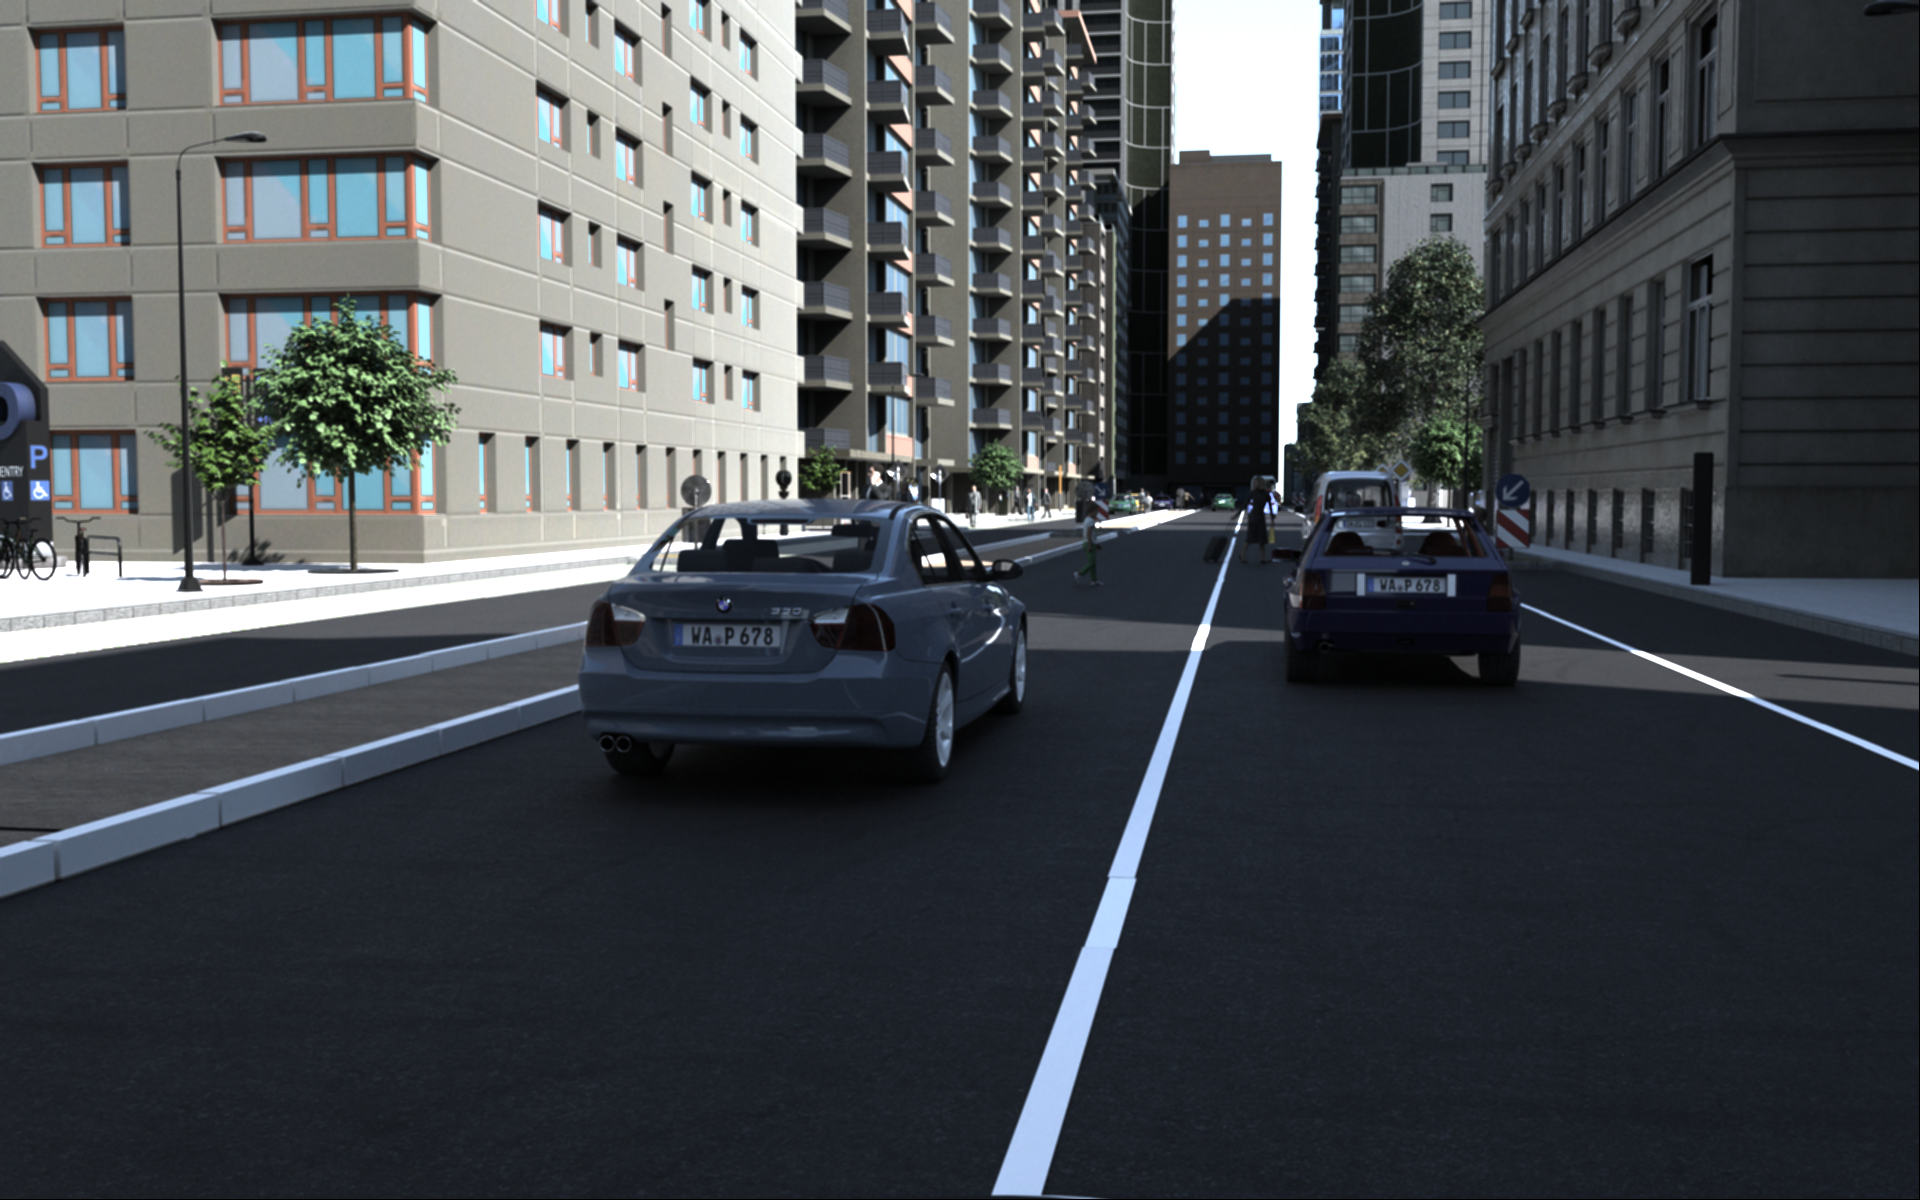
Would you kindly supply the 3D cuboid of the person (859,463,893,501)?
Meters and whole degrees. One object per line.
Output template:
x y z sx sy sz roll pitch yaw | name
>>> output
-1.363 -1.144 26.567 0.648 1.900 0.474 1 4 18 | person

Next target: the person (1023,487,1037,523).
3.451 -4.684 85.432 0.623 1.781 0.721 -1 4 -14 | person

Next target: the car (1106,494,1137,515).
11.449 -6.764 122.393 2.131 1.459 4.920 1 4 11 | car

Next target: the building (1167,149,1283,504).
34.823 -35.327 227.702 14.200 45.320 14.600 1 4 9 | building

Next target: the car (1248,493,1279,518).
18.091 -5.747 103.560 1.945 1.707 3.694 1 4 11 | car

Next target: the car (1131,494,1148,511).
14.022 -7.793 137.639 2.015 1.641 3.980 1 4 8 | car

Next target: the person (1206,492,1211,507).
26.802 -10.826 186.967 0.593 1.643 0.415 2 4 24 | person

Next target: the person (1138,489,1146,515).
12.663 -6.796 119.794 0.661 1.801 0.590 -2 4 -28 | person

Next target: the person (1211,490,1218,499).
27.237 -10.722 183.773 1.348 1.831 0.705 3 4 38 | person

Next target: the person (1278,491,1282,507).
35.572 -11.286 193.574 0.990 1.755 0.434 0 4 -6 | person

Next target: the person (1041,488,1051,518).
5.079 -5.744 102.808 0.834 1.777 0.661 -2 4 -30 | person

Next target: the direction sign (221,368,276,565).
-12.788 -2.398 31.207 0.876 3.537 0.379 -2 4 -26 | direction sign

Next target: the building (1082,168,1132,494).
7.481 -31.158 201.313 23.993 40.220 32.217 1 4 9 | building

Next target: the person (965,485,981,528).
0.552 -3.988 73.805 0.694 1.812 0.767 1 4 12 | person

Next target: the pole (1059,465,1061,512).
7.137 -7.923 123.379 0.158 3.312 0.155 0 3 0 | pole

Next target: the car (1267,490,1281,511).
26.594 -8.617 149.562 2.281 1.827 5.304 1 4 8 | car

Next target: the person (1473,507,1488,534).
7.079 -0.650 23.800 0.362 1.253 0.373 0 4 -4 | person

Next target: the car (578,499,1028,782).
-0.700 0.122 10.009 2.014 1.417 4.499 1 4 10 | car

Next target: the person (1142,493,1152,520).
10.458 -5.233 96.658 0.523 1.515 0.503 3 4 38 | person

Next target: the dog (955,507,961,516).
-0.142 -5.239 102.496 0.406 0.507 0.540 -1 4 -9 | dog

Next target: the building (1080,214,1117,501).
8.507 -24.860 178.161 14.160 30.474 14.107 1 4 9 | building

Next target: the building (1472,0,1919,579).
21.205 -12.564 38.705 16.112 22.955 30.059 1 4 9 | building

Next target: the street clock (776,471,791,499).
-5.416 -2.978 53.259 0.358 2.002 0.471 3 4 36 | street clock

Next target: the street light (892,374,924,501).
-2.065 -5.779 67.020 1.470 5.913 1.316 1 4 9 | street light

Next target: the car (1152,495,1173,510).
18.571 -8.943 158.803 1.945 1.354 3.894 1 4 8 | car

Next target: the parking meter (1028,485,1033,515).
4.434 -6.306 108.806 0.255 1.863 0.399 0 4 -4 | parking meter

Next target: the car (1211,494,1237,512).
21.849 -8.061 143.588 2.131 1.459 4.920 1 4 10 | car

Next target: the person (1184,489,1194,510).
18.735 -8.253 143.451 1.348 1.823 0.705 1 4 18 | person

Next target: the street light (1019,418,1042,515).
4.276 -8.114 105.212 1.470 5.913 1.316 1 4 9 | street light

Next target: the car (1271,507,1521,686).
3.572 -0.112 14.407 1.945 1.354 3.894 1 4 10 | car

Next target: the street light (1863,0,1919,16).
9.210 -2.682 16.395 1.470 5.913 1.316 1 4 9 | street light

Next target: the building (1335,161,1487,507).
40.685 -23.441 154.967 14.160 30.474 14.107 1 4 9 | building

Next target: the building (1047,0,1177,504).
18.144 -48.590 232.700 20.611 71.187 20.563 1 4 9 | building

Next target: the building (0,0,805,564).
-21.792 -12.354 47.035 28.899 21.520 27.650 1 4 9 | building

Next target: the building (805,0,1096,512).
0.623 -30.744 157.293 22.147 44.769 28.867 1 4 9 | building

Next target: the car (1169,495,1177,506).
24.385 -11.462 199.979 1.945 1.354 3.894 1 4 9 | car

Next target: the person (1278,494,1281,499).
29.367 -9.276 160.722 0.990 1.755 0.434 2 4 32 | person

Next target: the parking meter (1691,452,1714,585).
10.520 -1.152 24.550 0.255 1.863 0.399 2 4 24 | parking meter

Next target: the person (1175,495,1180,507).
24.474 -11.371 194.941 0.721 1.766 1.217 -1 4 -15 | person

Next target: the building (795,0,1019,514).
-4.244 -28.811 125.684 22.147 44.769 28.867 1 4 9 | building

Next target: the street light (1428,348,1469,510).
15.627 -5.063 55.321 1.470 5.913 1.316 1 4 9 | street light

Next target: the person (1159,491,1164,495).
21.736 -10.859 186.773 1.217 1.736 0.721 1 4 11 | person

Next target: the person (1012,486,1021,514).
3.647 -6.306 109.536 0.834 1.777 0.661 -1 4 -18 | person

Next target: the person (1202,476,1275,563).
5.882 -1.677 36.138 1.509 1.804 0.699 3 5 42 | person

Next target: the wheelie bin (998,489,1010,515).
2.636 -5.935 104.937 0.693 1.594 0.980 1 4 10 | wheelie bin

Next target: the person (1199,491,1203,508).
25.441 -10.613 182.955 0.436 1.711 0.756 1 4 12 | person

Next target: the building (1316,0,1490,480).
46.276 -44.786 170.502 20.563 71.187 20.611 1 4 9 | building

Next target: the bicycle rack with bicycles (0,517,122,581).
-14.197 -0.807 26.581 2.852 0.926 2.925 -3 5 -40 | bicycle rack with bicycles

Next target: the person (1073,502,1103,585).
2.004 -0.875 27.058 0.590 1.304 0.306 -2 4 -31 | person

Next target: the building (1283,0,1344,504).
58.521 -55.898 226.598 31.000 86.520 22.319 1 4 9 | building

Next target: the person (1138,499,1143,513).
13.974 -7.407 133.872 0.475 1.303 0.640 -1 4 -20 | person

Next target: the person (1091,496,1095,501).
11.660 -8.930 152.713 0.621 1.740 0.551 -2 4 -30 | person

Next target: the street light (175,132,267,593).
-9.576 -3.053 22.455 1.470 5.913 1.316 1 4 9 | street light

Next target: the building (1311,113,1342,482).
51.305 -33.081 195.505 22.147 44.769 28.867 1 4 9 | building

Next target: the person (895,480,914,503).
-1.389 -2.242 45.347 0.709 1.800 0.728 0 4 -6 | person
